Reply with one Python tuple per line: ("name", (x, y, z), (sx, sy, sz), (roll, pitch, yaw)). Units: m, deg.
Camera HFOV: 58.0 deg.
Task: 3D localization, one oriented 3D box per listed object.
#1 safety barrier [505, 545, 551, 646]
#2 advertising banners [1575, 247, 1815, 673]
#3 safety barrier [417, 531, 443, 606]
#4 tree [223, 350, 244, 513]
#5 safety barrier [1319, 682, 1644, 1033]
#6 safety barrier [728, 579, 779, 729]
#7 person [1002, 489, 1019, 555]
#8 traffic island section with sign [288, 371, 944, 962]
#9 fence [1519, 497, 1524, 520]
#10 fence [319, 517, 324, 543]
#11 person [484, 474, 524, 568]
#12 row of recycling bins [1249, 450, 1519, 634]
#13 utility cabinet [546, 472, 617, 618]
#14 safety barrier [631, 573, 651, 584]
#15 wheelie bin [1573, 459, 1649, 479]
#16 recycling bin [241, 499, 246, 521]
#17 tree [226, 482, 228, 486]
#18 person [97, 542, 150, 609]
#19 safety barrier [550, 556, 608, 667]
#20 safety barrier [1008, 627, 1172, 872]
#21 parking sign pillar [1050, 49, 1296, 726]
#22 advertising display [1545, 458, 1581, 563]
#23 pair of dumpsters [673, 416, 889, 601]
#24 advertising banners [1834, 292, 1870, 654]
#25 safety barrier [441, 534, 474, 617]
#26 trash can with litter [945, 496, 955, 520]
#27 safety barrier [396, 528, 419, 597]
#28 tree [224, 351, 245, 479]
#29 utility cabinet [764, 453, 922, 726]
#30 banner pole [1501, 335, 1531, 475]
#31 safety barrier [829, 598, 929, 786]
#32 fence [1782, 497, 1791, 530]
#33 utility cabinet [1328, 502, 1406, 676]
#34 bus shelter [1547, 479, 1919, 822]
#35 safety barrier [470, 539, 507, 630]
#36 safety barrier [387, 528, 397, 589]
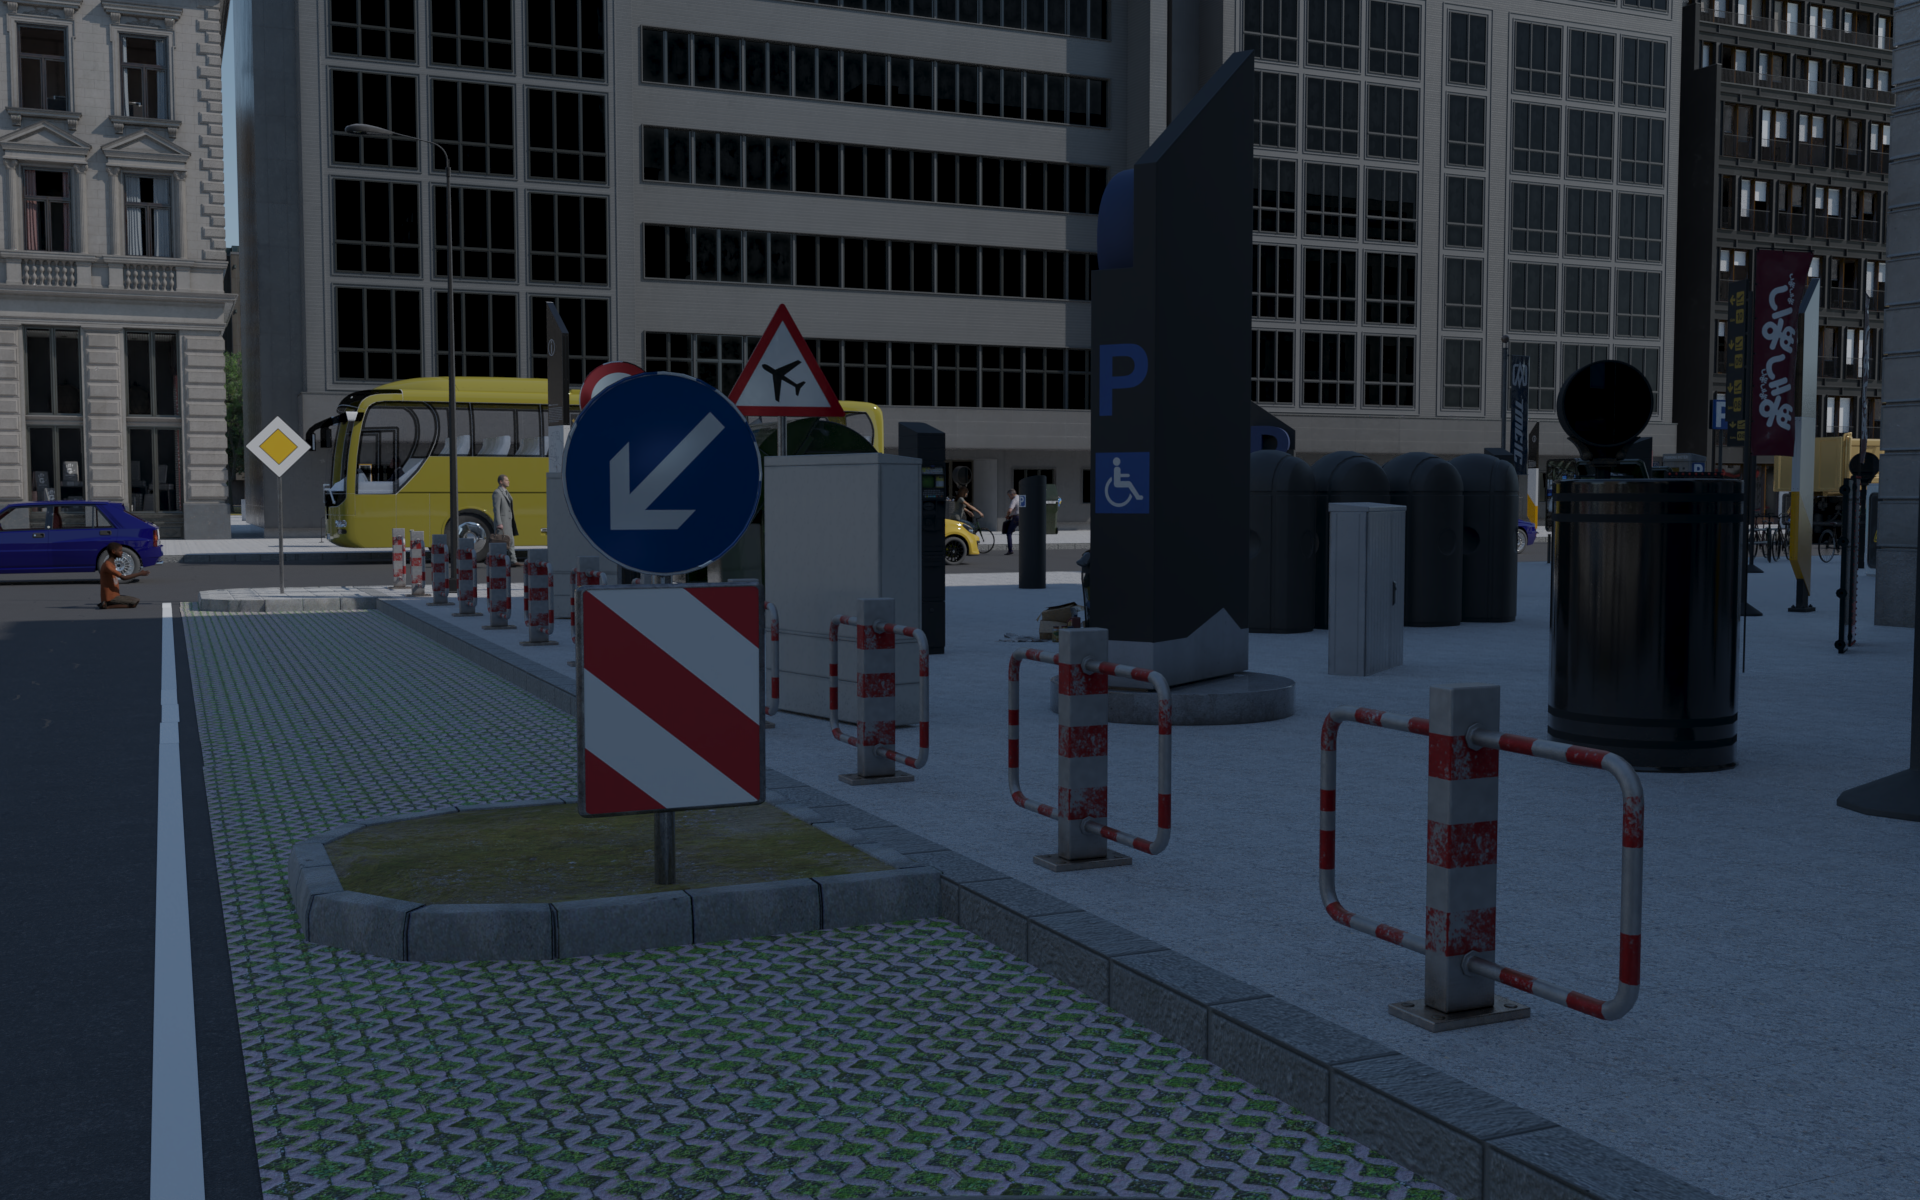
("safety barrier", (-3.580, -0.026, 14.703), (0.300, 0.817, 1.120), (-2, 4, -25))
("advertising banners", (5.138, -0.978, 12.178), (2.074, 3.025, 0.090), (-1, 4, -18))
("safety barrier", (-5.988, -0.347, 19.942), (0.300, 0.817, 1.120), (-2, 4, -25))
("tree", (-50.053, -11.805, 118.765), (9.928, 11.665, 9.643), (0, 3, 0))
("safety barrier", (1.227, 0.614, 4.233), (0.300, 0.817, 1.120), (-2, 4, -25))
("safety barrier", (-1.183, 0.294, 9.474), (0.300, 0.817, 1.120), (-2, 4, -25))
("person", (1.280, -1.826, 40.573), (0.590, 1.554, 0.614), (2, 4, 35))
("traffic island section with sign", (-1.364, 0.144, 6.278), (1.989, 1.847, 2.006), (-2, 4, -25))
("fence", (19.426, -3.142, 62.573), (2.264, 1.192, 0.480), (-1, 4, -16))
("fence", (-15.938, -1.877, 46.067), (2.069, 0.683, 0.278), (-1, 4, -16))
("person", (-8.840, -1.530, 33.614), (0.767, 1.812, 0.694), (0, 4, 3))
("row of recycling bins", (4.089, -0.598, 16.892), (3.534, 1.692, 1.069), (-2, 4, -30))
("utility cabinet", (-3.612, -0.554, 17.735), (1.173, 1.500, 0.318), (1, 4, 12))
("safety barrier", (-1.980, 0.187, 11.218), (0.300, 0.817, 1.120), (-2, 4, -25))
("wheelie bin", (5.953, -0.486, 15.846), (0.693, 1.594, 0.980), (-3, 5, -41))
("recycling bin", (-33.757, -4.286, 82.633), (0.722, 1.027, 0.722), (2, 4, 24))
("tree", (-62.276, -9.269, 146.142), (1.663, 3.219, 1.824), (0, 3, 0))
("person", (-10.561, -0.308, 21.824), (0.655, 0.850, 0.859), (-1, 4, -21))
("safety barrier", (-2.778, 0.080, 12.961), (0.300, 0.817, 1.120), (-2, 4, -25))
("safety barrier", (0.425, 0.507, 5.982), (0.300, 0.817, 1.120), (-2, 4, -25))
("parking sign pillar", (1.259, -1.328, 10.180), (1.447, 3.967, 1.447), (2, 4, 33))
("advertising display", (10.989, -1.611, 31.561), (0.123, 1.923, 0.974), (-1, 4, -13))
("pair of dumpsters", (-2.177, -0.942, 17.892), (1.574, 2.255, 4.437), (-2, 4, -24))
("advertising banners", (7.563, -1.128, 14.625), (0.090, 3.025, 2.074), (2, 4, 31))
("safety barrier", (-5.185, -0.240, 18.201), (0.300, 0.817, 1.120), (-2, 4, -25))
("trash can with litter", (-0.669, -2.634, 54.118), (2.233, 1.210, 1.678), (0, 4, 2))
("safety barrier", (-6.791, -0.453, 21.683), (0.300, 0.817, 1.120), (-2, 4, -25))
("tree", (-58.195, -13.334, 135.013), (9.611, 12.733, 9.660), (0, 3, 0))
("utility cabinet", (-0.670, -0.073, 9.874), (0.318, 1.500, 1.173), (-3, 4, -38))
("banner pole", (8.765, -2.291, 27.483), (0.863, 3.779, 0.401), (-3, 4, -36))
("safety barrier", (-0.374, 0.401, 7.725), (0.300, 0.817, 1.120), (-2, 4, -25))
("fence", (29.609, -3.061, 61.257), (0.480, 1.192, 2.264), (0, 4, 5))
("utility cabinet", (2.982, -0.090, 12.640), (0.306, 1.237, 1.020), (2, 4, 29))
("bus shelter", (4.718, -1.646, 4.547), (2.179, 5.291, 8.768), (-2, 4, -25))
("safety barrier", (-4.386, -0.133, 16.458), (0.300, 0.817, 1.120), (-2, 4, -25))
("safety barrier", (-7.589, -0.560, 23.428), (0.300, 0.817, 1.120), (-2, 4, -25))
